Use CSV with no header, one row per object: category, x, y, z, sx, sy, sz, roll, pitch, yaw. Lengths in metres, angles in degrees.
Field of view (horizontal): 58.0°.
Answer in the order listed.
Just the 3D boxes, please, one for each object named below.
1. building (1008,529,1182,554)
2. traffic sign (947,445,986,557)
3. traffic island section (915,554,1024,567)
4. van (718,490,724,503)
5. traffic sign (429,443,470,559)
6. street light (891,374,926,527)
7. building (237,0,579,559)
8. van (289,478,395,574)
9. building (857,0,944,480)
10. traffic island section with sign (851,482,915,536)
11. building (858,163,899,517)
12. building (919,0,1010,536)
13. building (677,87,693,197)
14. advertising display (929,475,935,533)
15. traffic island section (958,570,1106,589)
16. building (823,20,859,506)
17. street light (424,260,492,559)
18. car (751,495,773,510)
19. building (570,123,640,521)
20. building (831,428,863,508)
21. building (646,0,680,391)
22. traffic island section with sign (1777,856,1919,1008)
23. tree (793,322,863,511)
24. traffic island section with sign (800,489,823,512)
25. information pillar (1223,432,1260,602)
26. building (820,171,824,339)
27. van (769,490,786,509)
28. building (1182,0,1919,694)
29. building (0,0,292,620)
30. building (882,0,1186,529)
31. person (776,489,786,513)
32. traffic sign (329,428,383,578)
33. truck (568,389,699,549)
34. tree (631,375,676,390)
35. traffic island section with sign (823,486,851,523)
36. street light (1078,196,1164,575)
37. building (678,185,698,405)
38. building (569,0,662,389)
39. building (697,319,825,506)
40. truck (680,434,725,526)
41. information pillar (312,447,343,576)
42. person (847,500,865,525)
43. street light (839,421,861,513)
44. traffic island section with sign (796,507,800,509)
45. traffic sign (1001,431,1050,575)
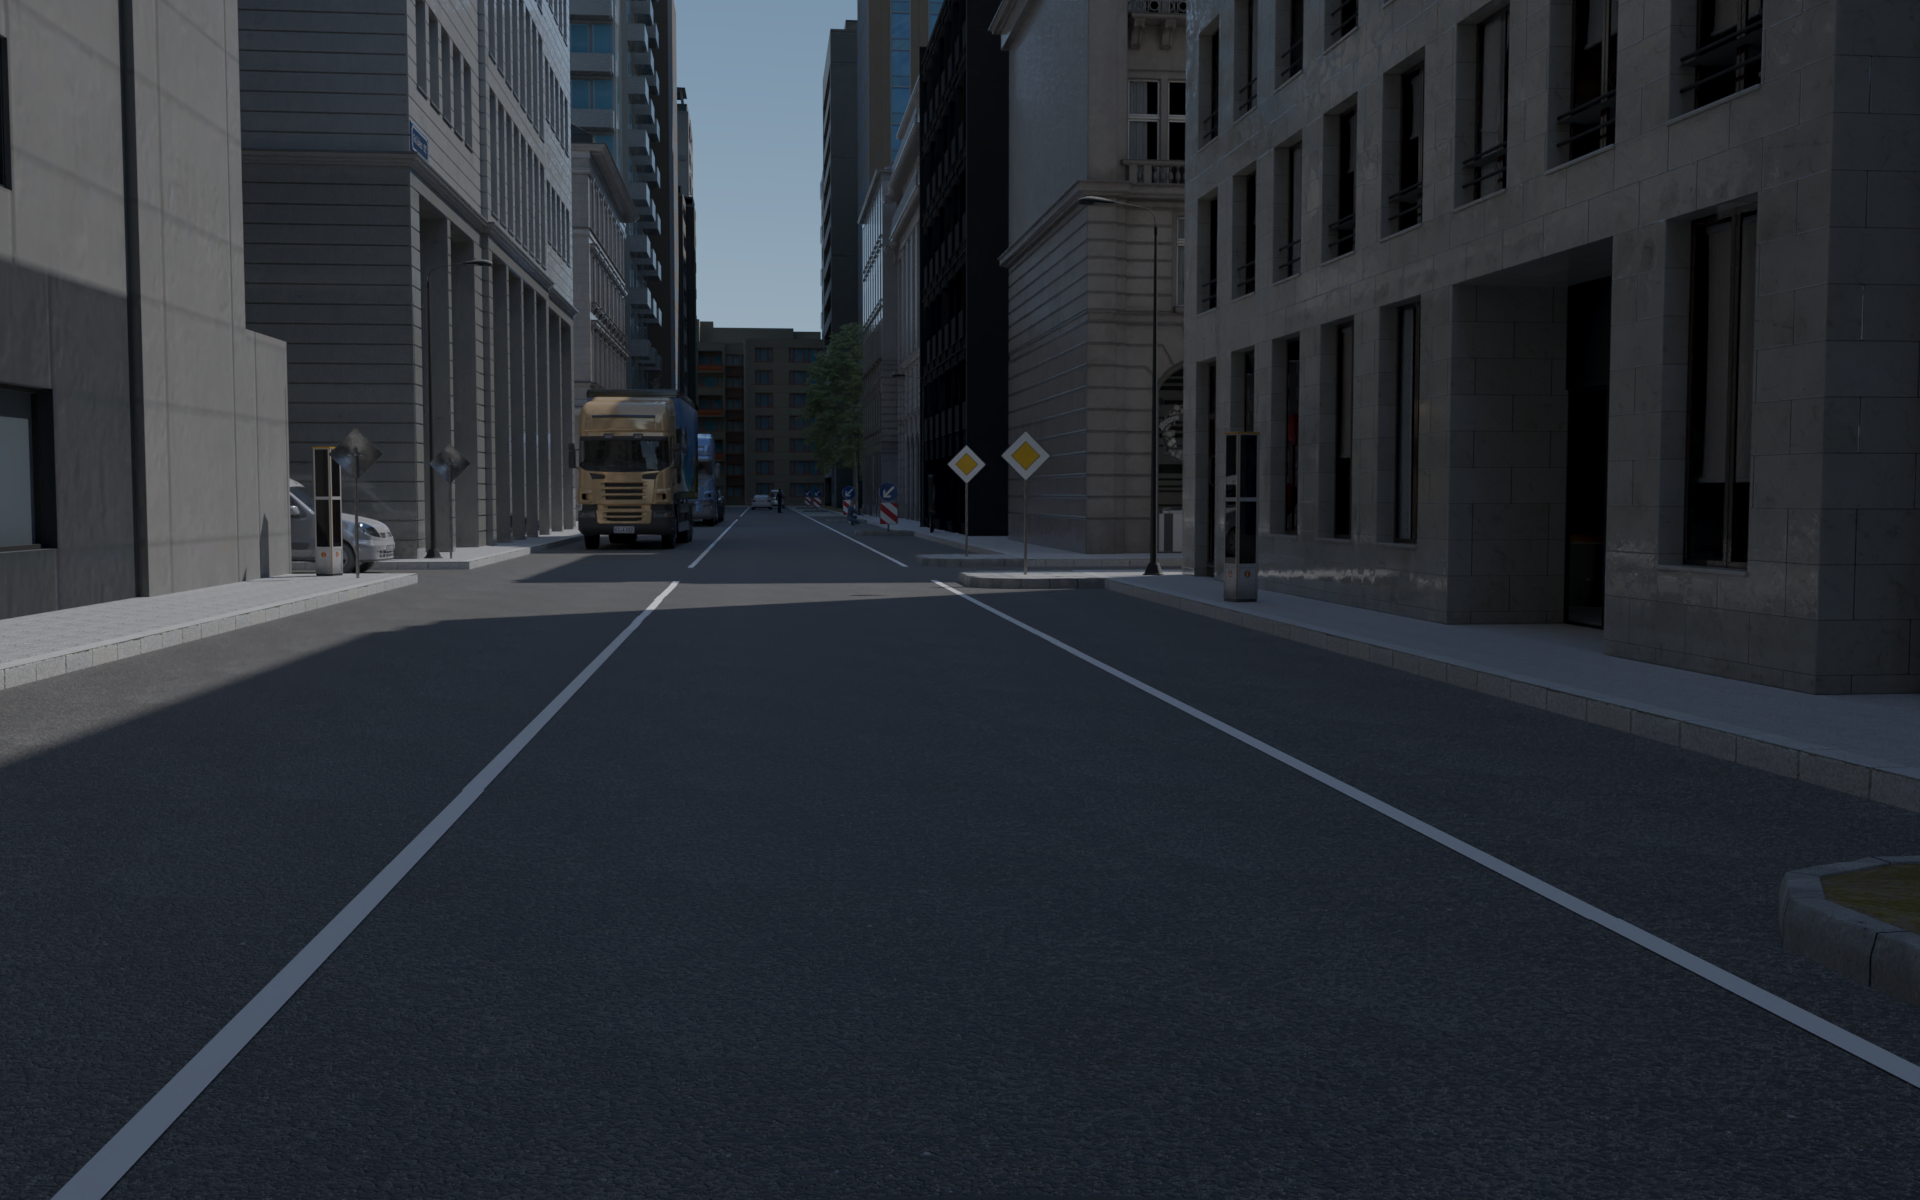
building,13.483,-12.328,43.367,24.055,21.916,13.314,0,4,-6
traffic sign,0.132,-1.946,35.458,0.795,2.450,0.064,0,4,-6
traffic island section,0.154,-0.811,35.538,2.009,0.180,2.903,0,4,-6
van,-21.962,-8.978,153.809,2.013,2.044,4.112,0,4,-8
traffic sign,-10.098,-1.876,34.315,0.795,2.450,0.064,0,4,-6
street light,-1.958,-5.779,67.034,1.470,5.913,1.316,0,4,-6
building,-17.752,-16.506,47.362,11.434,29.767,29.804,0,4,-6
van,-12.281,-1.466,30.978,4.112,2.044,2.013,0,4,-5
building,-0.141,-29.117,126.166,14.600,45.320,14.200,0,4,-6
traffic island section with sign,-2.636,-3.143,60.020,1.989,1.847,2.006,0,4,-6
building,-0.609,-15.464,101.982,9.793,20.994,18.267,0,4,-6
building,5.424,-14.115,60.461,12.332,23.373,15.834,0,4,-6
building,-34.091,-30.107,175.840,14.086,41.232,14.154,0,4,-6
advertising display,-0.931,-3.214,57.766,0.123,1.923,0.974,0,4,5
traffic island section,1.060,-0.326,27.604,2.009,0.180,2.903,0,4,-6
building,-2.816,-33.772,175.867,21.300,48.544,21.600,0,4,-6
street light,-9.971,-3.786,34.435,1.470,5.913,1.316,0,4,-6
car,-18.120,-8.937,158.485,2.083,1.381,4.827,0,4,-6
building,-21.949,-14.162,82.464,10.553,20.767,40.483,0,4,-6
building,0.588,-51.132,148.675,22.319,86.520,31.000,0,4,-6
building,-30.912,-30.273,145.075,14.600,45.320,14.200,0,4,-6
traffic island section with sign,3.635,0.215,5.111,1.989,1.847,2.006,0,4,-6
tree,-7.349,-12.036,114.912,7.486,12.596,7.792,0,3,0
traffic island section with sign,-11.417,-7.846,136.914,1.989,1.847,2.006,0,4,-6
information pillar,3.347,-0.986,20.607,0.304,2.012,0.304,-2,4,-23
building,-8.962,-31.678,201.525,14.086,41.232,14.154,0,4,-6
van,-18.285,-10.121,172.495,2.013,2.044,4.112,0,4,-7
building,9.659,-10.066,19.332,10.420,20.320,16.860,0,4,-6
building,-19.908,-35.250,14.597,20.611,71.187,20.563,0,4,-6
building,3.821,-14.642,81.200,13.314,21.916,24.055,0,4,-6
person,-13.610,-7.491,130.995,0.705,1.821,1.348,-3,4,-36
traffic sign,-9.192,-1.391,26.381,0.795,2.450,0.064,0,4,-6
truck,-8.928,-3.653,48.640,2.839,4.237,11.283,0,4,-5
tree,-19.252,-9.590,107.165,4.360,8.622,3.978,0,3,0
traffic island section with sign,-5.706,-4.783,86.832,1.989,1.847,2.006,0,4,-6
street light,2.533,-3.347,27.266,1.470,5.913,1.316,0,4,-6
building,-31.727,-23.793,160.716,14.160,30.474,14.107,0,4,-6
building,-32.900,-30.746,122.304,23.786,49.044,30.456,0,4,-6
building,-30.983,-22.049,205.534,28.899,21.520,27.650,0,4,-6
truck,-12.816,-5.729,83.423,2.967,4.110,18.799,0,4,-6
information pillar,-9.899,-1.384,27.127,0.304,2.012,0.304,1,4,13
person,-4.881,-4.008,79.530,0.738,1.151,1.012,-1,4,-23
street light,-6.985,-8.422,110.245,1.470,5.913,1.316,0,4,-6
traffic island section with sign,-14.579,-9.534,164.504,1.989,1.847,2.006,0,4,-6
traffic sign,1.038,-1.461,27.524,0.795,2.450,0.064,0,4,-6
